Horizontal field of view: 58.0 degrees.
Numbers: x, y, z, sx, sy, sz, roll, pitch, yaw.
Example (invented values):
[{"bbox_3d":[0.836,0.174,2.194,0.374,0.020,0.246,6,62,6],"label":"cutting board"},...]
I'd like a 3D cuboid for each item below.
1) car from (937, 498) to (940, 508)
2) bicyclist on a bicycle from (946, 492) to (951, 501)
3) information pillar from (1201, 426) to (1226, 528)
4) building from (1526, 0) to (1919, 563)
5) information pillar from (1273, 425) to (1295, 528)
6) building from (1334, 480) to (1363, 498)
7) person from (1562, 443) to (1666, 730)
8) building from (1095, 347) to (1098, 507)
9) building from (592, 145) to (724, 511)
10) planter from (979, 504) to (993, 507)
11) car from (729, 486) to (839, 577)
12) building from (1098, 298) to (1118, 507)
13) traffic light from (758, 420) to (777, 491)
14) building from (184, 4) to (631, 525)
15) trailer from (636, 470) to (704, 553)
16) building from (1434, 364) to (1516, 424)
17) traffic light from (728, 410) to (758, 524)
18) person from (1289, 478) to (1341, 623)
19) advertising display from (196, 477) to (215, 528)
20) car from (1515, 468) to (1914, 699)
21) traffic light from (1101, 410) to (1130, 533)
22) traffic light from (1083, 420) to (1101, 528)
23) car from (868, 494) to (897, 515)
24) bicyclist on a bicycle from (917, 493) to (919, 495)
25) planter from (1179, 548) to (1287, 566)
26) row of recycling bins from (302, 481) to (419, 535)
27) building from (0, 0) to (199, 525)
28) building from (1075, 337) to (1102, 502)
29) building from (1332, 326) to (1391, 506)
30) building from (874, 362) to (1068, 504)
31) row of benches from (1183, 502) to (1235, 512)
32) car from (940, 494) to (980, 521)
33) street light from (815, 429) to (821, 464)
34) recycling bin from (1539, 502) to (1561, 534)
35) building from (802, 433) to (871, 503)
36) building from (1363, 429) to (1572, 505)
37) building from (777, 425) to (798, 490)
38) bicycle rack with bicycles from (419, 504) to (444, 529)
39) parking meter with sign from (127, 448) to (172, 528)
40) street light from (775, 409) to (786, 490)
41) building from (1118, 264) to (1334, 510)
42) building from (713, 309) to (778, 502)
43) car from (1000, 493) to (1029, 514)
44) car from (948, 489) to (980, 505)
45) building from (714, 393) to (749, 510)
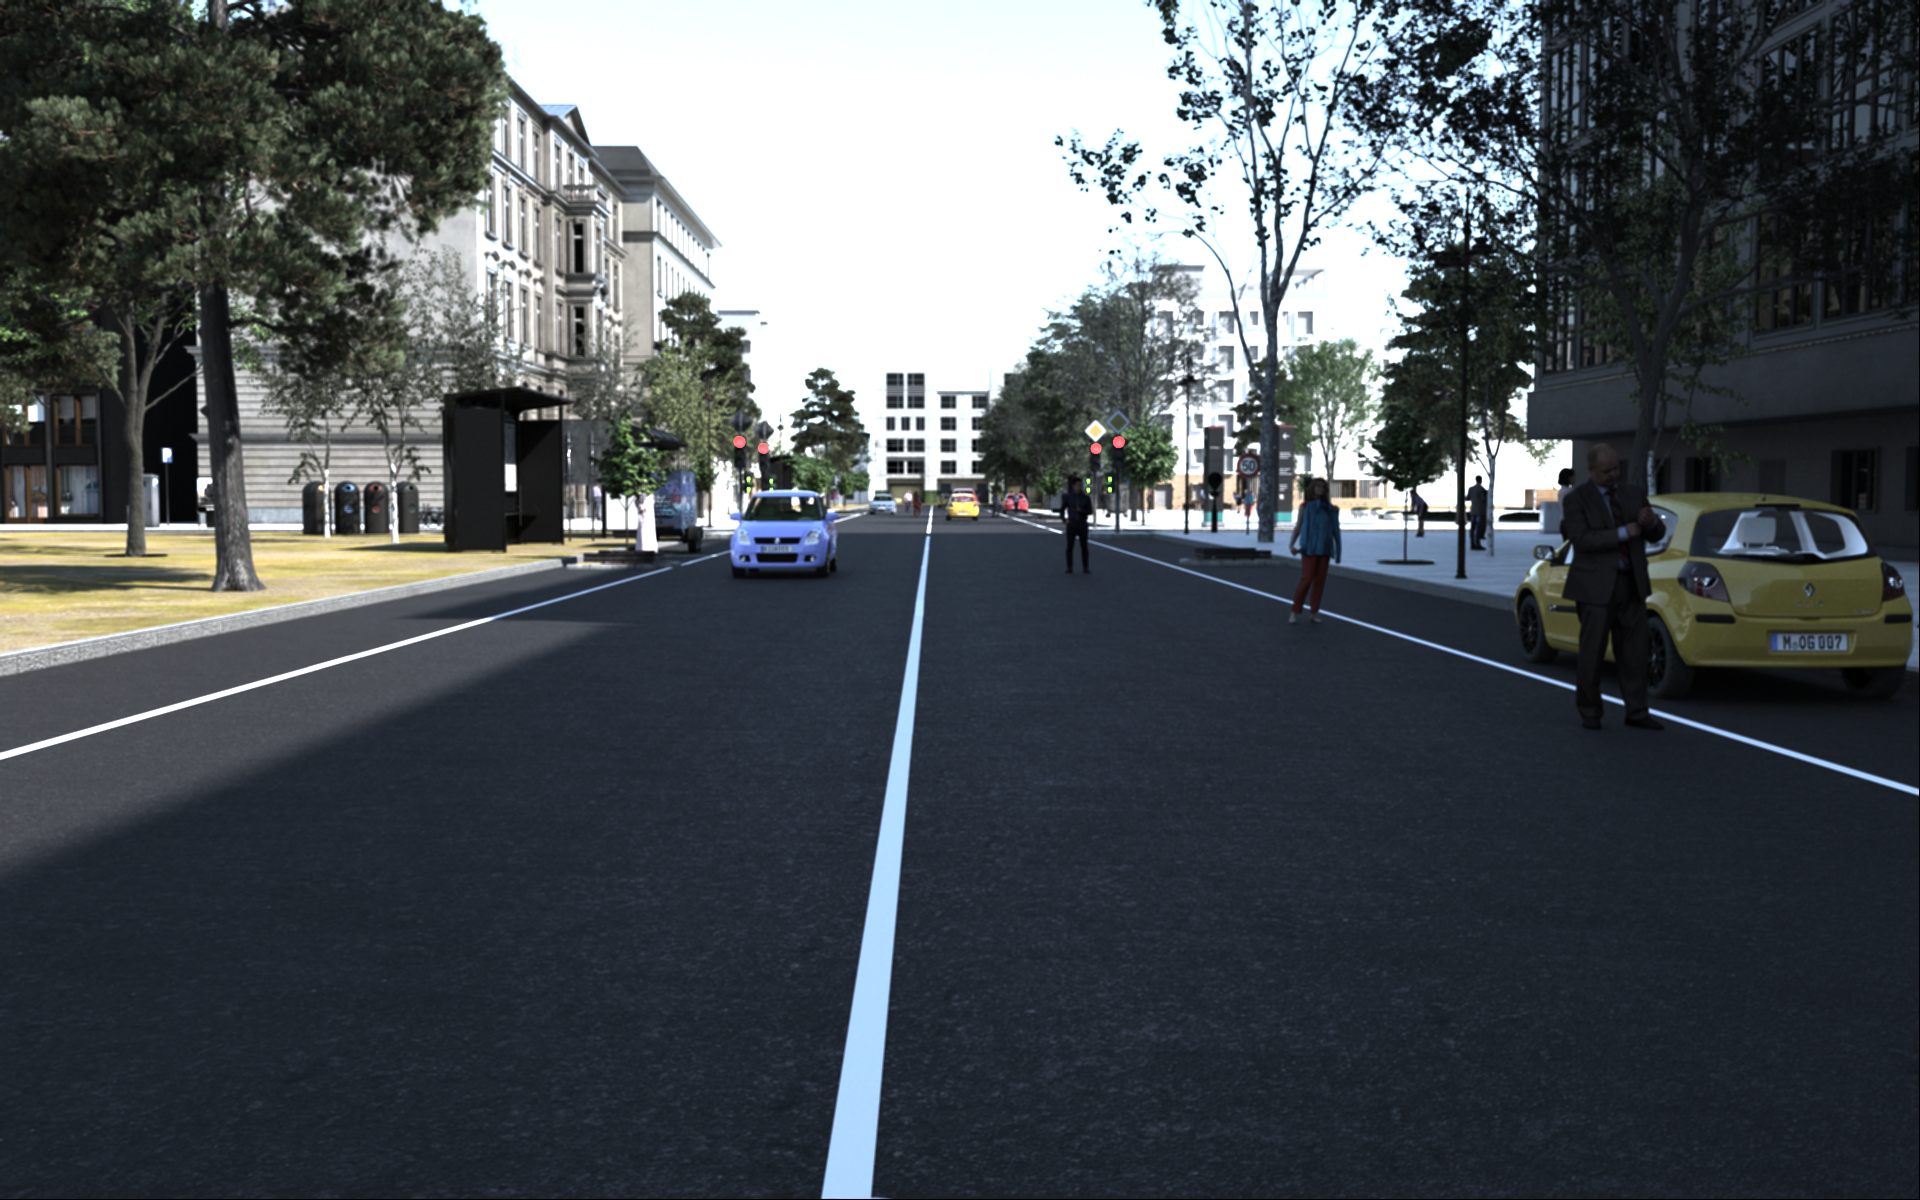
[{"bbox_3d":[-1.456,-10.715,185.405,2.015,1.641,3.980,0,4,1],"label":"car"},{"bbox_3d":[-0.849,-8.452,148.216,1.499,1.676,1.625,0,4,-2],"label":"bicyclist on a bicycle"},{"bbox_3d":[9.698,-4.702,66.252,0.750,3.857,0.750,-1,4,-9],"label":"information pillar"},{"bbox_3d":[23.101,-14.888,36.930,14.314,27.812,24.014,0,4,-1],"label":"building"},{"bbox_3d":[12.136,-4.643,65.293,0.750,3.857,0.750,-1,4,-16],"label":"information pillar"},{"bbox_3d":[47.047,-22.906,240.964,31.486,18.905,16.747,0,4,-1],"label":"building"},{"bbox_3d":[4.005,-0.084,10.555,0.565,1.739,0.600,-2,4,-31],"label":"person"},{"bbox_3d":[21.229,-19.266,171.422,16.016,20.091,11.380,0,4,-1],"label":"building"},{"bbox_3d":[-26.347,-17.618,121.337,16.112,22.955,30.059,0,4,-1],"label":"building"},{"bbox_3d":[3.117,-10.587,194.236,1.991,0.319,1.994,0,4,-1],"label":"planter"},{"bbox_3d":[-3.110,-1.309,30.990,1.945,1.707,3.694,0,4,-1],"label":"car"},{"bbox_3d":[21.498,-18.544,159.610,16.016,20.091,11.380,0,4,-1],"label":"building"},{"bbox_3d":[-7.302,-4.624,64.848,0.839,4.213,0.868,0,4,-1],"label":"traffic light"},{"bbox_3d":[-25.445,-16.506,88.964,14.460,24.649,34.723,0,4,-1],"label":"building"},{"bbox_3d":[-7.120,-2.132,41.899,1.471,1.999,3.904,0,4,-1],"label":"trailer"},{"bbox_3d":[69.317,-23.501,240.656,11.380,20.091,16.016,0,4,-1],"label":"building"},{"bbox_3d":[-7.180,-4.136,56.864,0.839,4.213,0.868,0,4,-1],"label":"traffic light"},{"bbox_3d":[3.955,-0.556,19.291,0.593,1.614,0.444,0,4,6],"label":"person"},{"bbox_3d":[-28.230,-3.672,65.253,0.974,1.923,0.123,-2,4,-31],"label":"advertising display"},{"bbox_3d":[5.688,-0.204,13.562,2.015,1.641,3.980,0,4,-1],"label":"car"},{"bbox_3d":[5.180,-4.148,57.068,0.839,4.213,0.868,0,4,-1],"label":"traffic light"},{"bbox_3d":[5.058,-4.637,65.052,0.839,4.213,0.868,0,4,-1],"label":"traffic light"},{"bbox_3d":[-5.455,-6.769,122.677,2.014,1.417,4.499,0,4,0],"label":"car"},{"bbox_3d":[-5.223,-12.465,213.819,1.499,1.676,1.625,0,4,-2],"label":"bicyclist on a bicycle"},{"bbox_3d":[5.547,-0.884,35.600,1.991,0.319,1.994,0,4,-1],"label":"planter"},{"bbox_3d":[-19.233,-2.967,55.620,3.534,1.692,1.069,-2,4,-25],"label":"row of recycling bins"},{"bbox_3d":[-43.489,-15.176,77.813,15.834,23.373,12.332,0,4,-1],"label":"building"},{"bbox_3d":[22.179,-19.964,192.870,16.747,18.905,31.486,0,4,-1],"label":"building"},{"bbox_3d":[42.389,-21.060,200.752,11.380,20.091,16.016,0,4,-1],"label":"building"},{"bbox_3d":[4.109,-22.866,240.310,31.486,18.905,16.747,0,4,-1],"label":"building"},{"bbox_3d":[18.157,-6.817,126.920,4.104,0.672,1.422,2,4,33],"label":"row of benches"},{"bbox_3d":[0.097,-5.162,94.628,2.015,1.641,3.980,0,4,-2],"label":"car"},{"bbox_3d":[-10.165,-9.230,123.704,0.468,5.910,1.993,0,4,-1],"label":"street light"},{"bbox_3d":[19.284,-2.677,56.328,0.722,1.027,0.722,0,4,7],"label":"recycling bin"},{"bbox_3d":[-26.385,-18.021,236.787,28.070,9.664,9.099,0,4,-1],"label":"building"},{"bbox_3d":[62.035,-16.163,206.411,28.070,9.664,9.099,0,4,-1],"label":"building"},{"bbox_3d":[-33.692,-16.044,204.462,28.070,9.664,9.099,0,4,-1],"label":"building"},{"bbox_3d":[-19.716,-3.169,65.197,2.925,0.926,2.852,-1,4,-19],"label":"bicycle rack with bicycles"},{"bbox_3d":[-30.804,-4.248,65.721,1.738,3.016,0.543,1,4,14],"label":"parking meter with sign"},{"bbox_3d":[-9.771,-7.443,94.477,0.468,5.910,1.993,0,4,-1],"label":"street light"},{"bbox_3d":[22.336,-17.832,147.965,16.016,20.091,11.380,0,4,-1],"label":"building"},{"bbox_3d":[-27.033,-19.475,174.830,16.016,20.091,11.380,0,4,-1],"label":"building"},{"bbox_3d":[3.977,-7.122,125.488,2.155,1.783,4.494,0,4,0],"label":"car"},{"bbox_3d":[0.288,-7.018,123.413,2.281,1.827,5.304,0,4,1],"label":"car"},{"bbox_3d":[-23.517,-13.050,155.513,9.099,9.664,28.070,0,4,-1],"label":"building"}]
